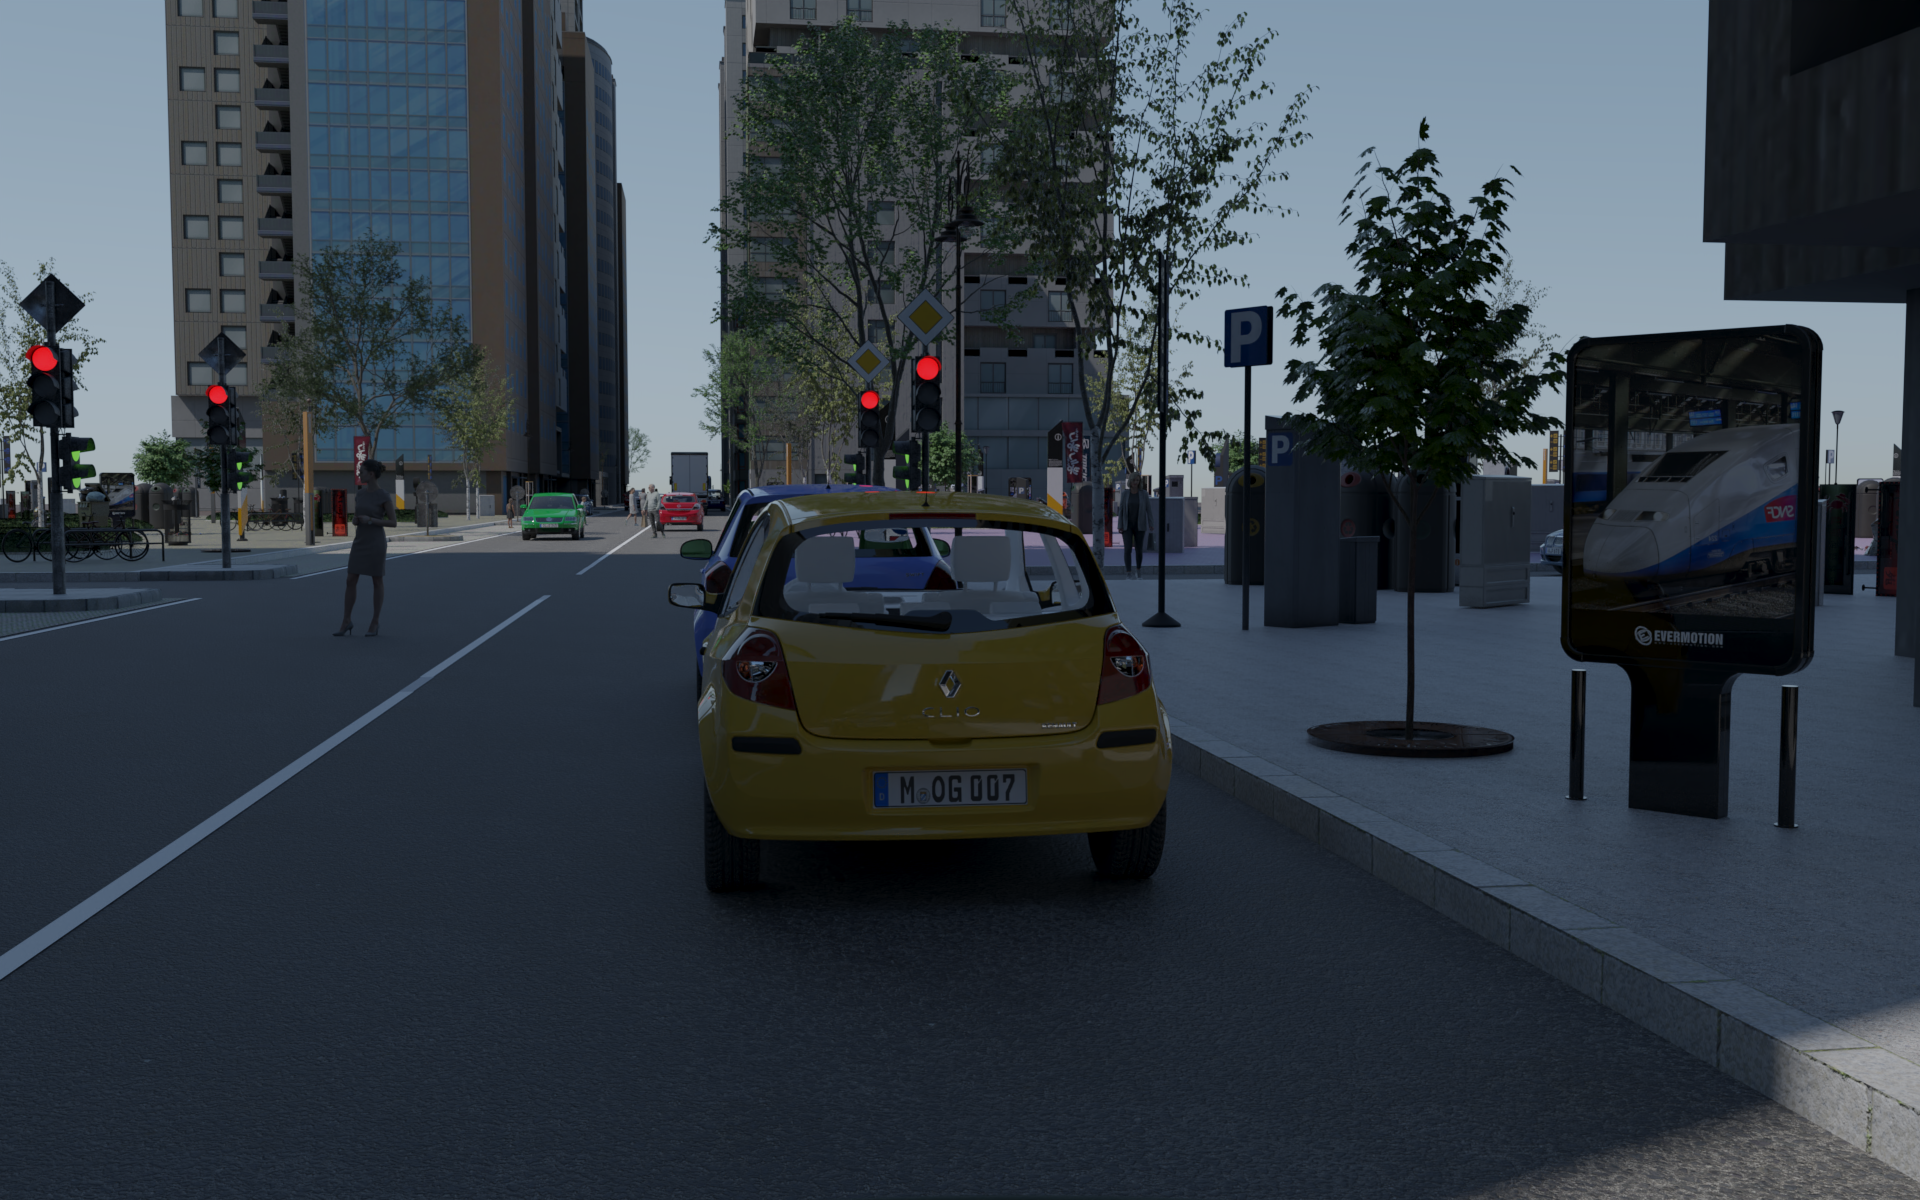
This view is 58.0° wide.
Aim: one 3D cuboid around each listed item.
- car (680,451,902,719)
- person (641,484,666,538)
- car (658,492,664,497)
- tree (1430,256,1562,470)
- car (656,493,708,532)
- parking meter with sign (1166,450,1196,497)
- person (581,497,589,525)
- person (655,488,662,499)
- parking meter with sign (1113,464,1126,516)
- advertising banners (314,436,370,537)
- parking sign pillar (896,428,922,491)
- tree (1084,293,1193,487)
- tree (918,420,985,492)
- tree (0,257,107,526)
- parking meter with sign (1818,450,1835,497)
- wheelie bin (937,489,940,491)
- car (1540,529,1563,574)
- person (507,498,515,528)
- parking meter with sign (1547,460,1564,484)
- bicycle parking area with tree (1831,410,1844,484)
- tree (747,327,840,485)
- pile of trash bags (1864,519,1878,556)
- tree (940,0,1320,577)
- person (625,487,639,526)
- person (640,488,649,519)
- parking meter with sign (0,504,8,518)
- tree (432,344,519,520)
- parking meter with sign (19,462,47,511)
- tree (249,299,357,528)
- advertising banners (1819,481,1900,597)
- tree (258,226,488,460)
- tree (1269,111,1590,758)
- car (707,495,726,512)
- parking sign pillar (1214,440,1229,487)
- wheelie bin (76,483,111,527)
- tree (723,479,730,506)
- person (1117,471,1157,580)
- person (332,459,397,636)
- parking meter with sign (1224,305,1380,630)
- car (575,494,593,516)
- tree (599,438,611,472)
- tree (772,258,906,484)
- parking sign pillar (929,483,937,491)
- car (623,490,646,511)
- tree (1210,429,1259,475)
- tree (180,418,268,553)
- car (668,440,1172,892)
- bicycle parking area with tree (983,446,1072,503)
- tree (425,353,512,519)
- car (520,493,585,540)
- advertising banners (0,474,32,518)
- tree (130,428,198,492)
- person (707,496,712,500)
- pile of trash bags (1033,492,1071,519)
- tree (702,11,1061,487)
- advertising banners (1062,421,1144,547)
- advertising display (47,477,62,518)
[{"bbox_3d":[-0.980,-0.151,12.067,1.945,1.707,3.694,0,4,-8],"label":"car"},{"bbox_3d":[-10.002,-2.893,56.287,0.782,1.767,0.515,2,4,28],"label":"person"},{"bbox_3d":[-28.014,-9.250,160.834,1.945,1.707,3.694,-1,4,-9],"label":"car"},{"bbox_3d":[15.986,-6.268,52.848,4.360,8.622,3.978,0,3,0],"label":"tree"},{"bbox_3d":[-10.962,-3.598,67.863,2.155,1.783,4.494,0,4,-8],"label":"car"},{"bbox_3d":[8.483,-4.440,68.856,1.738,3.016,0.543,-1,4,-22],"label":"parking meter with sign"},{"bbox_3d":[-17.291,-4.072,79.321,0.590,1.304,0.306,-2,4,-26],"label":"person"},{"bbox_3d":[-20.781,-6.738,118.676,1.348,1.824,0.705,2,4,34],"label":"person"},{"bbox_3d":[9.258,-6.325,99.668,0.543,3.016,1.738,3,5,40],"label":"parking meter with sign"},{"bbox_3d":[-18.721,-3.422,52.143,2.074,3.025,0.090,0,4,6],"label":"advertising banners"},{"bbox_3d":[-2.645,-5.017,70.495,1.447,3.967,1.447,3,5,41],"label":"parking sign pillar"},{"bbox_3d":[6.357,-6.828,62.008,4.737,8.622,4.395,0,3,0],"label":"tree"},{"bbox_3d":[-0.589,-5.593,75.157,4.285,4.588,4.351,0,3,0],"label":"tree"},{"bbox_3d":[-28.512,-6.278,53.007,4.737,8.622,4.395,0,3,0],"label":"tree"},{"bbox_3d":[33.575,-4.422,68.564,0.543,3.016,1.738,-3,4,-38],"label":"parking meter with sign"},{"bbox_3d":[-1.466,-5.958,105.327,0.980,1.594,0.693,-3,5,-41],"label":"wheelie bin"},{"bbox_3d":[12.452,-1.122,30.354,4.499,1.417,2.014,-1,4,-10],"label":"car"},{"bbox_3d":[-18.771,-3.620,72.361,0.362,1.253,0.373,2,4,28],"label":"person"},{"bbox_3d":[30.440,-5.655,88.718,0.543,3.016,1.738,-1,4,-12],"label":"parking meter with sign"},{"bbox_3d":[27.674,-4.382,58.648,8.231,4.147,9.016,-1,4,-9],"label":"bicycle parking area with tree"},{"bbox_3d":[-6.934,-7.663,75.656,4.360,8.622,3.978,0,3,0],"label":"tree"},{"bbox_3d":[19.674,-1.589,35.739,1.912,1.369,3.447,3,5,39],"label":"pile of trash bags"},{"bbox_3d":[1.668,-4.242,19.722,4.360,8.622,3.978,0,3,0],"label":"tree"},{"bbox_3d":[-14.780,-4.211,78.108,0.466,1.731,0.760,2,4,32],"label":"person"},{"bbox_3d":[-18.155,-5.585,100.180,0.716,1.782,0.532,1,4,23],"label":"person"},{"bbox_3d":[-40.486,-4.647,72.235,0.543,3.016,1.738,0,4,7],"label":"parking meter with sign"},{"bbox_3d":[-23.770,-8.198,84.394,4.737,8.622,4.395,0,3,0],"label":"tree"},{"bbox_3d":[-50.152,-5.957,93.651,0.543,3.016,1.738,0,4,7],"label":"parking meter with sign"},{"bbox_3d":[-24.991,-7.066,65.890,4.360,8.622,3.978,0,3,0],"label":"tree"},{"bbox_3d":[11.657,-1.550,21.531,0.090,3.025,2.074,-3,4,-38],"label":"advertising banners"},{"bbox_3d":[-20.124,-7.665,59.742,8.767,10.594,7.601,0,4,5],"label":"tree"},{"bbox_3d":[2.447,-0.871,8.843,1.663,3.219,1.824,0,3,0],"label":"tree"},{"bbox_3d":[-20.130,-7.916,142.013,1.945,1.354,3.894,-1,4,-10],"label":"car"},{"bbox_3d":[12.279,-5.676,81.279,1.447,3.967,1.447,1,4,21],"label":"parking sign pillar"},{"bbox_3d":[-24.217,-2.478,48.418,0.980,1.594,0.693,2,4,28],"label":"wheelie bin"},{"bbox_3d":[-25.134,-11.879,188.816,1.663,3.219,1.824,0,3,0],"label":"tree"},{"bbox_3d":[2.947,-1.211,28.487,0.709,1.800,0.728,1,4,10],"label":"person"},{"bbox_3d":[-6.004,-0.527,17.465,0.599,1.781,0.374,1,4,19],"label":"person"},{"bbox_3d":[3.351,-1.254,16.770,1.738,3.016,0.543,-3,4,-38],"label":"parking meter with sign"},{"bbox_3d":[-25.672,-6.397,116.600,2.014,1.417,4.499,-1,4,-9],"label":"car"},{"bbox_3d":[-38.200,-13.886,177.398,4.360,8.622,3.978,0,3,0],"label":"tree"},{"bbox_3d":[-3.910,-6.374,54.585,4.737,8.622,4.395,0,3,0],"label":"tree"},{"bbox_3d":[-1.846,-6.016,86.827,1.447,3.967,1.447,1,4,13],"label":"parking sign pillar"},{"bbox_3d":[-28.072,-8.661,150.282,2.281,1.827,5.304,-1,4,-10],"label":"car"},{"bbox_3d":[14.079,-6.317,87.004,4.285,4.588,4.351,0,3,0],"label":"tree"},{"bbox_3d":[-16.197,-2.666,38.189,1.663,3.219,1.824,0,3,0],"label":"tree"},{"bbox_3d":[-0.301,0.151,7.759,2.015,1.641,3.980,0,4,-8],"label":"car"},{"bbox_3d":[4.166,-7.179,104.384,8.231,4.147,9.016,0,4,6],"label":"bicycle parking area with tree"},{"bbox_3d":[-25.353,-8.547,90.106,4.360,8.622,3.978,0,3,0],"label":"tree"},{"bbox_3d":[-12.918,-2.830,55.059,1.959,1.807,4.718,-1,4,-10],"label":"car"},{"bbox_3d":[-41.774,-4.896,76.234,0.090,3.025,2.074,1,4,19],"label":"advertising banners"},{"bbox_3d":[-39.691,-6.289,86.534,4.285,4.588,4.351,0,3,0],"label":"tree"},{"bbox_3d":[-19.112,-7.347,129.335,1.217,1.736,0.721,0,4,5],"label":"person"},{"bbox_3d":[3.510,-4.532,83.848,3.447,1.369,1.912,0,4,3],"label":"pile of trash bags"},{"bbox_3d":[-1.613,-6.779,36.598,9.928,11.665,9.643,0,3,0],"label":"tree"},{"bbox_3d":[3.473,-2.785,41.725,2.074,3.025,0.090,1,4,10],"label":"advertising banners"},{"bbox_3d":[-34.427,-3.713,65.914,0.123,1.923,0.974,0,4,-4],"label":"advertising display"}]
